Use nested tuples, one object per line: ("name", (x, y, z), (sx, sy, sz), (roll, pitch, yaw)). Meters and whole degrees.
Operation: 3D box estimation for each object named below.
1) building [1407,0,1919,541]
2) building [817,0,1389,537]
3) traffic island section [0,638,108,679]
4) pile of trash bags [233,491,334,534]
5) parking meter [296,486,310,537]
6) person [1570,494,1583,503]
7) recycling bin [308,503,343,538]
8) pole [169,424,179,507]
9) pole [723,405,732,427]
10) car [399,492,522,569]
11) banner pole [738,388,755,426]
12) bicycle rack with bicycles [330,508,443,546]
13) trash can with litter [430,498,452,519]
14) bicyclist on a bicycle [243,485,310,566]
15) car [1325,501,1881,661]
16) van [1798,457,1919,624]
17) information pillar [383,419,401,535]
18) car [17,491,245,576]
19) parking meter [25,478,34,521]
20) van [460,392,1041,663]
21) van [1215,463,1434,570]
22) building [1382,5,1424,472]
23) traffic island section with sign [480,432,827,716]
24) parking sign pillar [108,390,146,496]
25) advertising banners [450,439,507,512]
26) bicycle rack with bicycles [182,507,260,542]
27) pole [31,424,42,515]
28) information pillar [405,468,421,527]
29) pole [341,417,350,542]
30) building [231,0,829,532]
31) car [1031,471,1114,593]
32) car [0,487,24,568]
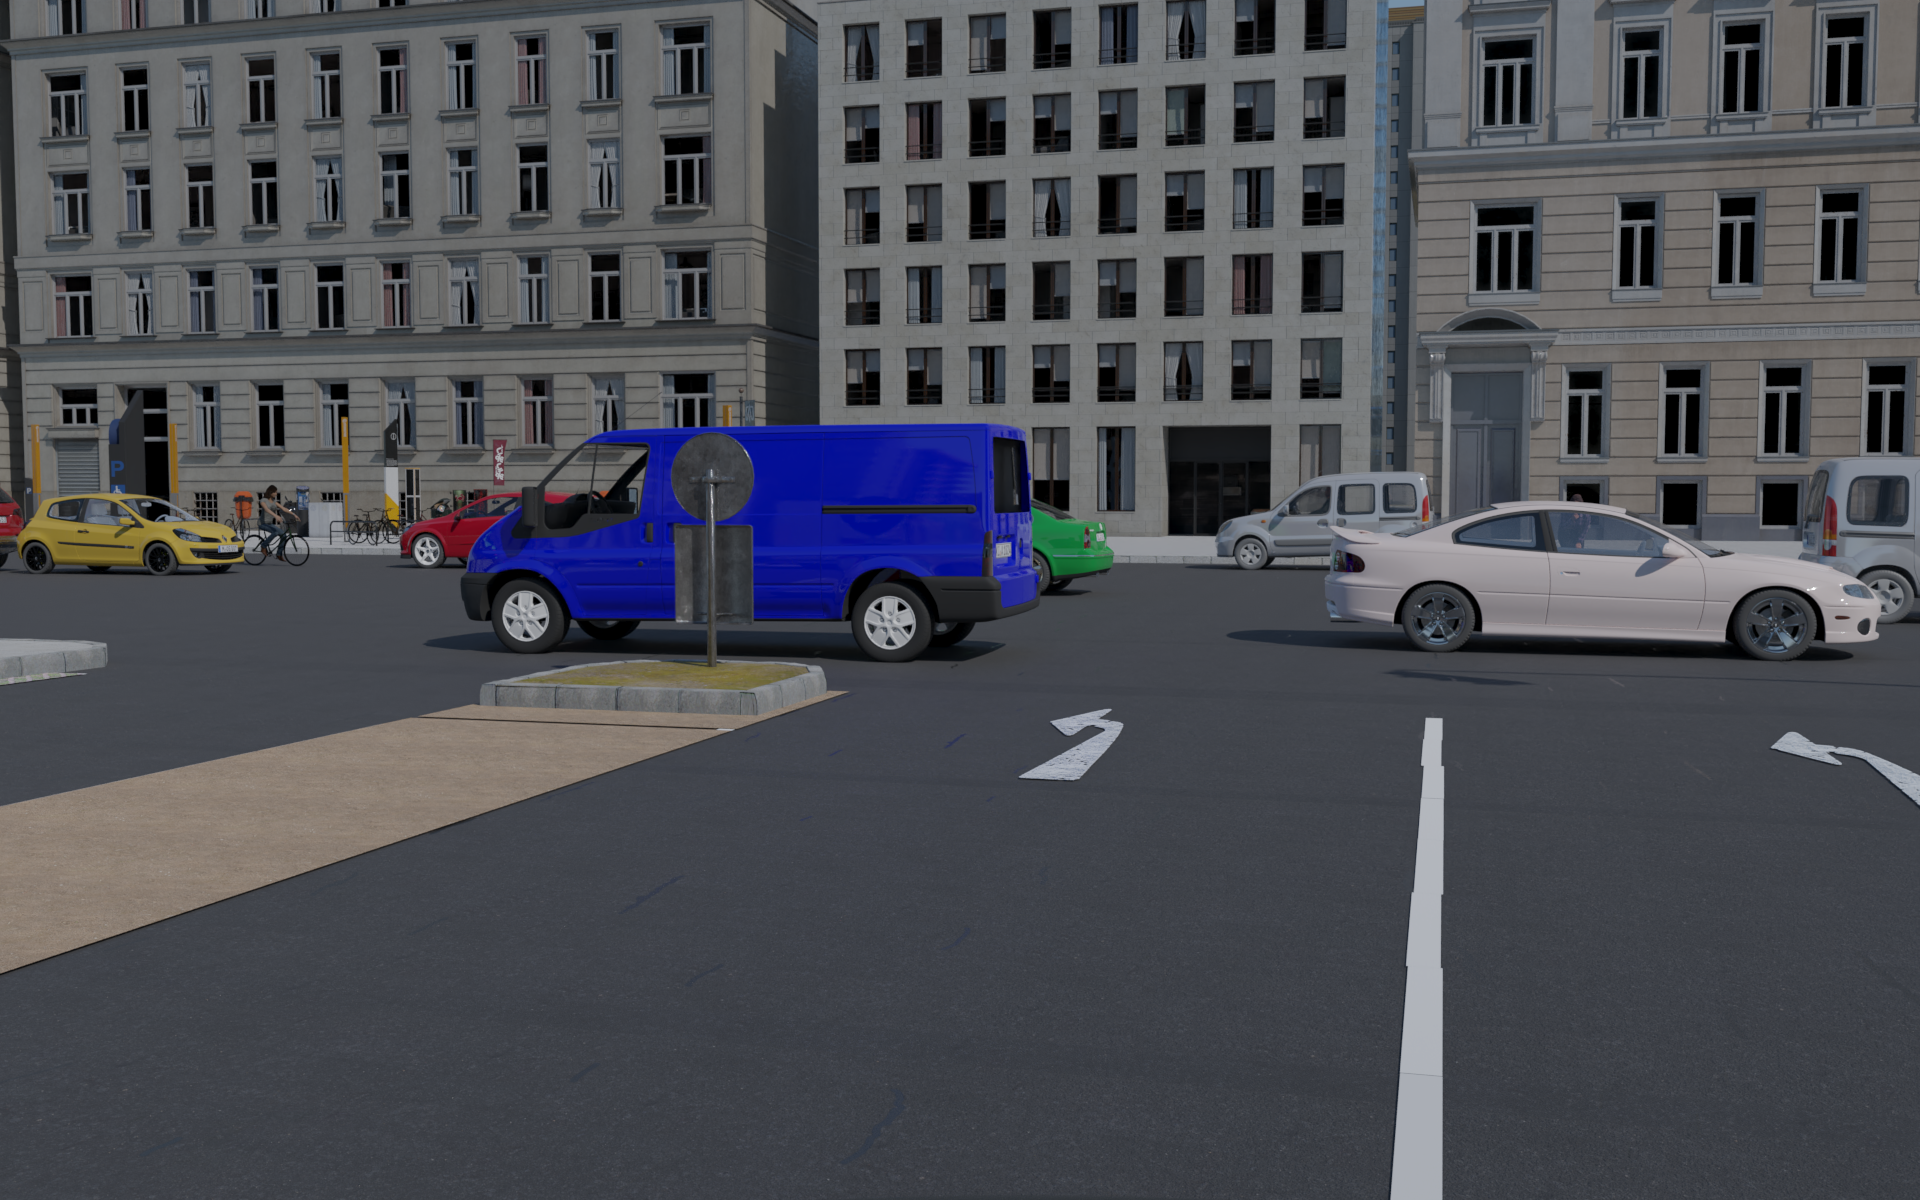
("building", (23.906, -16.276, 52.013), (20.117, 28.700, 13.634), (1, 4, 16))
("building", (5.098, -12.348, 56.638), (16.860, 20.320, 10.420), (1, 4, 16))
("traffic island section", (-8.296, 0.520, 13.784), (2.009, 0.180, 2.903), (1, 4, 16))
("pile of trash bags", (-22.007, -2.874, 56.740), (3.447, 1.369, 1.912), (0, 4, -7))
("parking meter", (-19.668, -2.658, 51.866), (0.372, 1.533, 0.369), (0, 3, 0))
("person", (8.885, -0.816, 25.071), (0.421, 1.427, 0.697), (1, 4, 12))
("recycling bin", (-18.747, -2.363, 51.190), (0.722, 1.027, 0.722), (1, 4, 10))
("pole", (-22.739, -3.443, 50.140), (0.158, 3.312, 0.155), (0, 3, 0))
("pole", (-5.340, -2.813, 39.829), (0.158, 3.312, 0.155), (0, 3, 0))
("car", (-8.748, -1.509, 33.705), (4.494, 1.783, 2.155), (1, 4, 15))
("banner pole", (-5.019, -3.103, 40.747), (0.401, 3.779, 0.863), (-3, 4, -37))
("bicycle rack with bicycles", (-14.697, -1.877, 44.073), (2.925, 0.926, 2.852), (2, 4, 34))
("trash can with litter", (-14.812, -2.284, 48.729), (1.055, 1.170, 0.624), (1, 4, 22))
("bicyclist on a bicycle", (-13.620, -1.493, 34.439), (1.625, 1.676, 1.499), (1, 4, 17))
("car", (5.852, -0.228, 16.084), (4.827, 1.381, 2.083), (1, 4, 17))
("van", (11.669, -0.755, 19.352), (4.112, 2.044, 2.013), (1, 4, 17))
("information pillar", (-17.623, -3.813, 53.689), (0.183, 3.616, 0.504), (2, 4, 31))
("car", (-14.970, -1.294, 31.377), (3.980, 1.641, 2.015), (1, 4, 14))
("parking meter", (-32.845, -3.401, 61.317), (0.399, 1.863, 0.255), (1, 4, 10))
("van", (-1.967, -0.705, 15.905), (5.245, 2.365, 2.240), (1, 4, 14))
("van", (6.929, -1.586, 32.946), (4.112, 2.044, 2.013), (1, 4, 17))
("building", (45.950, -41.214, 215.843), (28.212, 58.520, 21.231), (1, 4, 16))
("traffic island section with sign", (-2.003, -0.253, 12.277), (2.006, 1.907, 1.989), (1, 4, 16))
("parking sign pillar", (-21.321, -3.417, 44.342), (1.447, 3.967, 1.447), (0, 4, -5))
("advertising banners", (-15.215, -3.588, 54.854), (0.090, 3.025, 2.074), (3, 5, 42))
("bicycle rack with bicycles", (-20.308, -2.051, 46.908), (2.852, 0.926, 2.925), (0, 4, -8))
("pole", (-27.093, -3.485, 50.826), (0.158, 3.312, 0.155), (0, 3, 0))
("information pillar", (-15.474, -2.723, 49.011), (0.304, 2.012, 0.304), (1, 4, 15))
("pole", (-16.341, -3.195, 46.081), (0.158, 3.312, 0.155), (0, 3, 0))
("building", (-18.380, -14.206, 65.546), (30.059, 22.955, 16.112), (1, 4, 16))
("car", (-0.132, -1.011, 25.329), (4.718, 1.807, 1.959), (1, 4, 16))
("car", (-19.981, -1.434, 32.126), (5.304, 1.827, 2.281), (1, 4, 15))
